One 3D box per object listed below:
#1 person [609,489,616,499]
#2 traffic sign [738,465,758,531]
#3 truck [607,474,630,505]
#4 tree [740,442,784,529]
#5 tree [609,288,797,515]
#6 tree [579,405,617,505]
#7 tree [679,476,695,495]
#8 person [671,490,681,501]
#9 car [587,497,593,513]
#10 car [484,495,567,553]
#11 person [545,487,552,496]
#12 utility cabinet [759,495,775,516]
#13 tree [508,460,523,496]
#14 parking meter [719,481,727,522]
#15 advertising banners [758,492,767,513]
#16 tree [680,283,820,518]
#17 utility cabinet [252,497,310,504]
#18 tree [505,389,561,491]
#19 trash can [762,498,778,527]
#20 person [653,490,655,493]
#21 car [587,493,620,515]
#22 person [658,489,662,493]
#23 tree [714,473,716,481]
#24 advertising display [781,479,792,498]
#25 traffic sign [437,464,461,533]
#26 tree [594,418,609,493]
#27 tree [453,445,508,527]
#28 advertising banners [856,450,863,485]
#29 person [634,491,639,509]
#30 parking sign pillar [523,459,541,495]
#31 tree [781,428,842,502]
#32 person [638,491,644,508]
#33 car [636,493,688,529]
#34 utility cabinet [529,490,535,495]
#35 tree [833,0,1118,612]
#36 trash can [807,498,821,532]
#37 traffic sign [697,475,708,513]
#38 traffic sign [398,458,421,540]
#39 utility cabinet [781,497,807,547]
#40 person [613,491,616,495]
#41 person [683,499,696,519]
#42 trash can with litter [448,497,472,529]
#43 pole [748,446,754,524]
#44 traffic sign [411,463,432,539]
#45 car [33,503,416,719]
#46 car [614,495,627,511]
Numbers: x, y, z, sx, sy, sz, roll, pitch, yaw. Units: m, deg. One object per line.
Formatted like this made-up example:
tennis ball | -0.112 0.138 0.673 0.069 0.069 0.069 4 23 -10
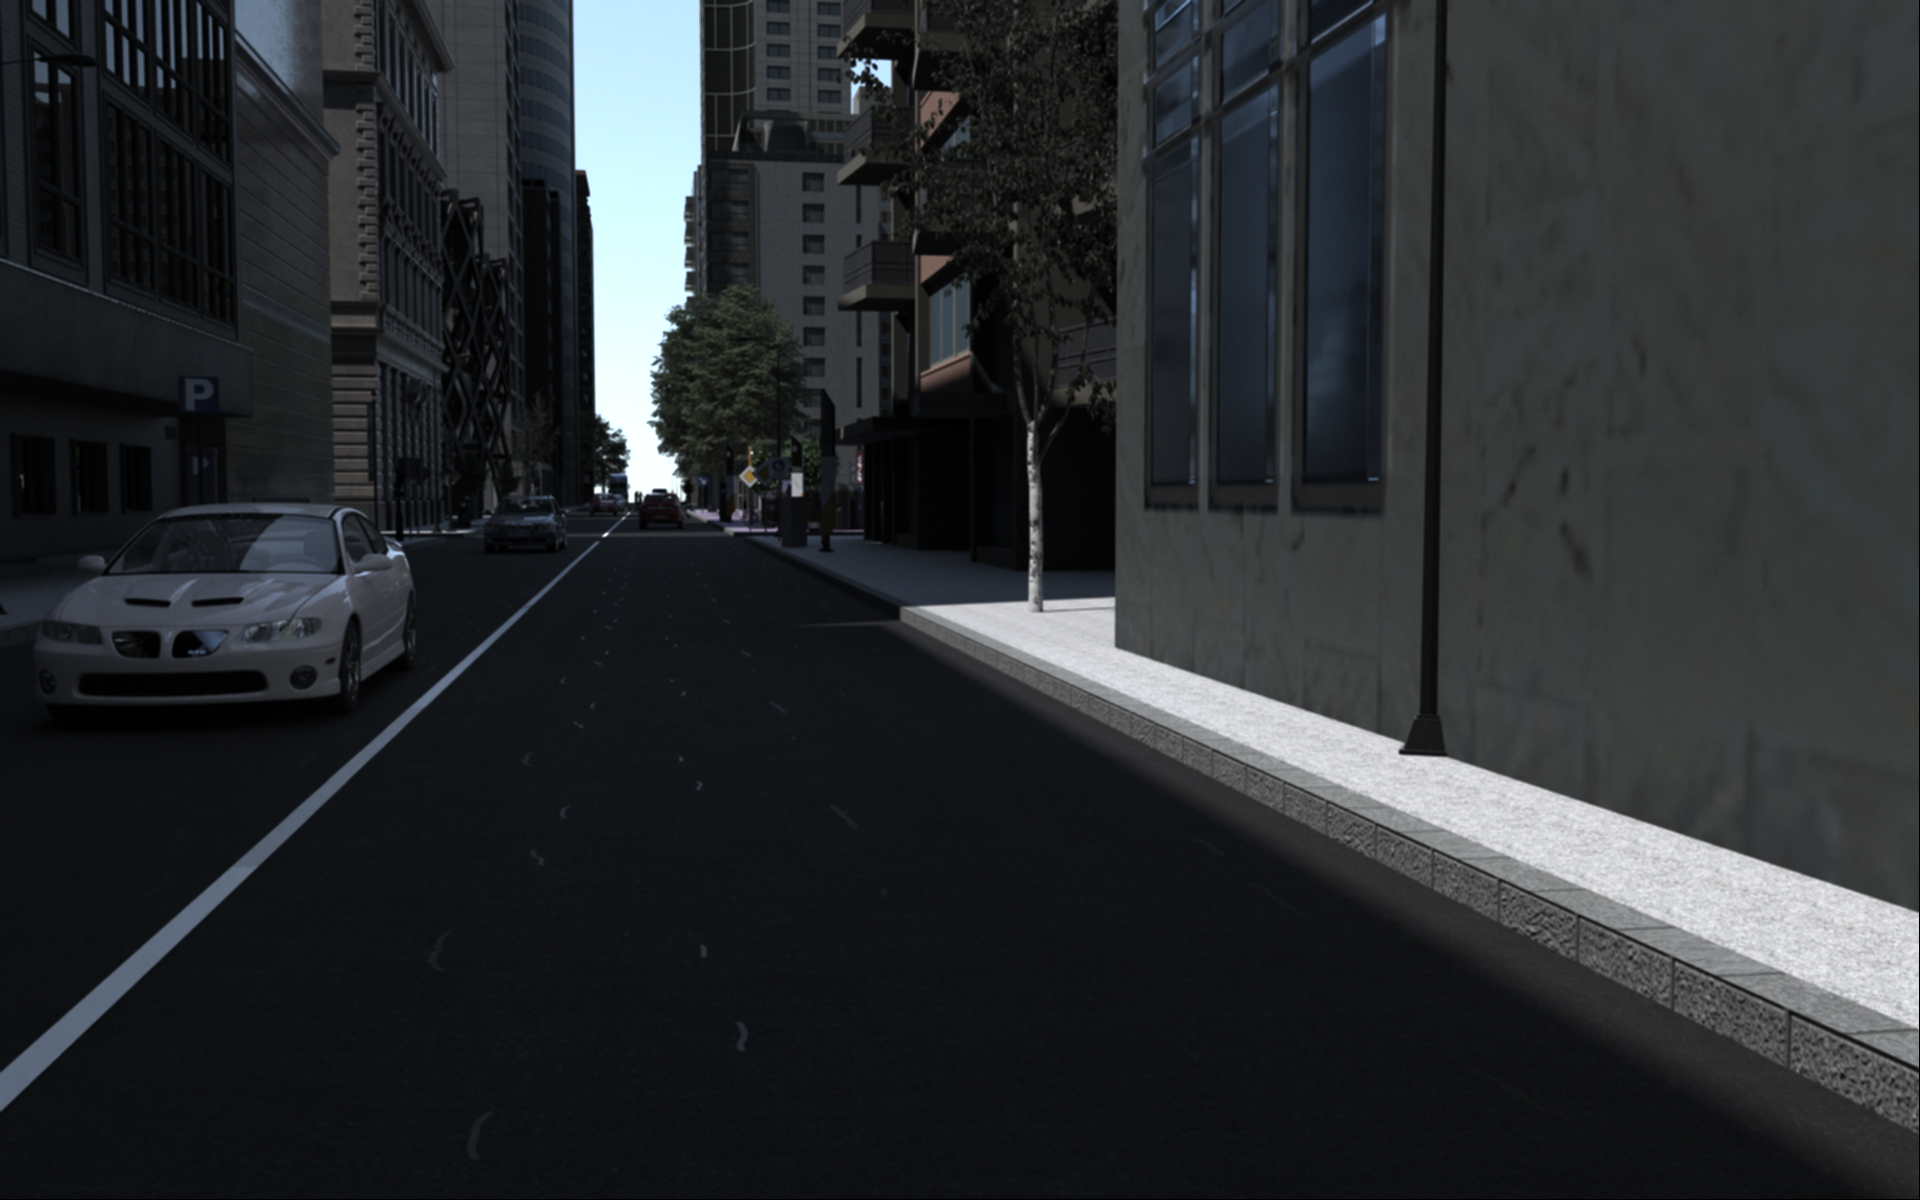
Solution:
person | -29.323 -8.348 145.005 1.348 1.822 0.705 -3 5 -44
traffic sign | -7.195 -3.408 59.356 0.795 2.450 0.064 -1 4 -10
truck | -46.246 -14.970 234.524 2.967 4.110 18.799 -1 4 -11
tree | -7.492 -4.271 64.439 1.663 3.219 1.824 0 3 0
tree | -14.559 -12.191 105.970 9.857 13.997 8.962 0 3 0
tree | -43.832 -16.812 200.629 9.928 11.665 9.643 0 3 0
tree | -28.523 -11.417 181.264 1.663 3.219 1.824 0 3 0
person | -22.420 -7.707 135.226 1.217 1.735 0.721 -1 4 -18
car | -28.001 -7.478 134.849 1.945 1.354 3.894 -1 4 -11
car | -10.991 -1.956 43.983 2.014 1.417 4.499 -1 4 -8
person | -21.691 -5.054 91.234 0.778 1.811 0.616 -1 4 -19
utility cabinet | -11.477 -5.608 102.856 0.306 1.237 1.020 3 5 44
tree | -25.184 -6.261 96.968 1.663 3.219 1.824 0 3 0
parking meter | -10.847 -4.517 79.559 0.399 1.863 0.255 0 4 -6
advertising banners | -13.333 -7.299 115.527 0.090 3.025 2.074 1 4 19
tree | -11.293 -10.728 93.531 7.486 12.596 7.792 0 3 0
utility cabinet | -13.176 -1.375 33.651 1.020 1.237 0.306 -2 4 -30
tree | -29.935 -10.441 121.068 4.360 8.622 3.978 0 3 0
trash can | -7.312 -3.365 66.677 0.748 1.137 0.748 0 3 0
person | -25.084 -8.147 142.227 1.217 1.766 0.721 -2 4 -26
car | -24.165 -6.628 117.406 2.155 1.783 4.494 -1 4 -12
person | -24.259 -8.072 140.114 1.348 1.869 0.705 0 4 2
tree | -19.478 -11.434 137.312 4.737 8.622 4.395 0 3 0
advertising display | -7.282 -4.226 74.314 0.974 1.923 0.123 -3 4 -37
traffic sign | -16.988 -3.302 57.630 0.795 2.450 0.064 -1 4 -10
tree | -59.002 -23.233 286.512 9.857 13.997 8.962 0 3 0
tree | -19.155 -4.492 68.046 1.663 3.219 1.824 0 3 0
advertising banners | -3.549 -4.401 68.141 0.090 3.025 2.074 -2 4 -35
person | -31.483 -9.755 168.660 0.551 1.740 0.621 3 5 39
parking sign pillar | -31.644 -8.533 127.988 1.447 3.967 1.447 3 4 38
tree | -7.439 -6.252 85.937 4.285 4.588 4.351 0 3 0
person | -34.089 -10.715 184.482 1.217 1.735 0.721 2 4 26
car | -12.508 -3.890 72.639 2.155 1.783 4.494 -1 4 -8
utility cabinet | -25.333 -5.743 102.570 0.318 1.500 1.173 -1 4 -12
tree | 0.794 -4.158 18.345 4.360 8.622 3.978 0 3 0
trash can | -4.991 -2.922 59.431 0.748 1.137 0.748 0 3 0
traffic sign | -17.282 -7.104 116.252 0.768 2.556 0.104 0 4 -7
traffic sign | -15.465 -2.848 48.696 0.606 2.300 0.079 -1 4 -10
utility cabinet | -4.054 -1.907 42.337 0.306 1.237 1.020 1 4 16
person | -31.689 -9.152 158.953 1.217 1.723 0.721 1 4 14
person | -15.633 -5.161 98.383 1.012 1.151 0.738 2 4 25
trash can with litter | -18.651 -3.246 64.452 1.055 1.170 0.624 2 4 32
pole | -8.856 -4.869 73.453 0.158 3.312 0.155 0 3 0
traffic sign | -15.580 -2.821 49.769 0.795 2.450 0.064 -1 4 -10
car | -5.147 -0.018 12.657 2.083 1.381 4.827 -1 4 -10
car | -29.710 -8.366 149.146 2.083 1.381 4.827 -1 4 -9
